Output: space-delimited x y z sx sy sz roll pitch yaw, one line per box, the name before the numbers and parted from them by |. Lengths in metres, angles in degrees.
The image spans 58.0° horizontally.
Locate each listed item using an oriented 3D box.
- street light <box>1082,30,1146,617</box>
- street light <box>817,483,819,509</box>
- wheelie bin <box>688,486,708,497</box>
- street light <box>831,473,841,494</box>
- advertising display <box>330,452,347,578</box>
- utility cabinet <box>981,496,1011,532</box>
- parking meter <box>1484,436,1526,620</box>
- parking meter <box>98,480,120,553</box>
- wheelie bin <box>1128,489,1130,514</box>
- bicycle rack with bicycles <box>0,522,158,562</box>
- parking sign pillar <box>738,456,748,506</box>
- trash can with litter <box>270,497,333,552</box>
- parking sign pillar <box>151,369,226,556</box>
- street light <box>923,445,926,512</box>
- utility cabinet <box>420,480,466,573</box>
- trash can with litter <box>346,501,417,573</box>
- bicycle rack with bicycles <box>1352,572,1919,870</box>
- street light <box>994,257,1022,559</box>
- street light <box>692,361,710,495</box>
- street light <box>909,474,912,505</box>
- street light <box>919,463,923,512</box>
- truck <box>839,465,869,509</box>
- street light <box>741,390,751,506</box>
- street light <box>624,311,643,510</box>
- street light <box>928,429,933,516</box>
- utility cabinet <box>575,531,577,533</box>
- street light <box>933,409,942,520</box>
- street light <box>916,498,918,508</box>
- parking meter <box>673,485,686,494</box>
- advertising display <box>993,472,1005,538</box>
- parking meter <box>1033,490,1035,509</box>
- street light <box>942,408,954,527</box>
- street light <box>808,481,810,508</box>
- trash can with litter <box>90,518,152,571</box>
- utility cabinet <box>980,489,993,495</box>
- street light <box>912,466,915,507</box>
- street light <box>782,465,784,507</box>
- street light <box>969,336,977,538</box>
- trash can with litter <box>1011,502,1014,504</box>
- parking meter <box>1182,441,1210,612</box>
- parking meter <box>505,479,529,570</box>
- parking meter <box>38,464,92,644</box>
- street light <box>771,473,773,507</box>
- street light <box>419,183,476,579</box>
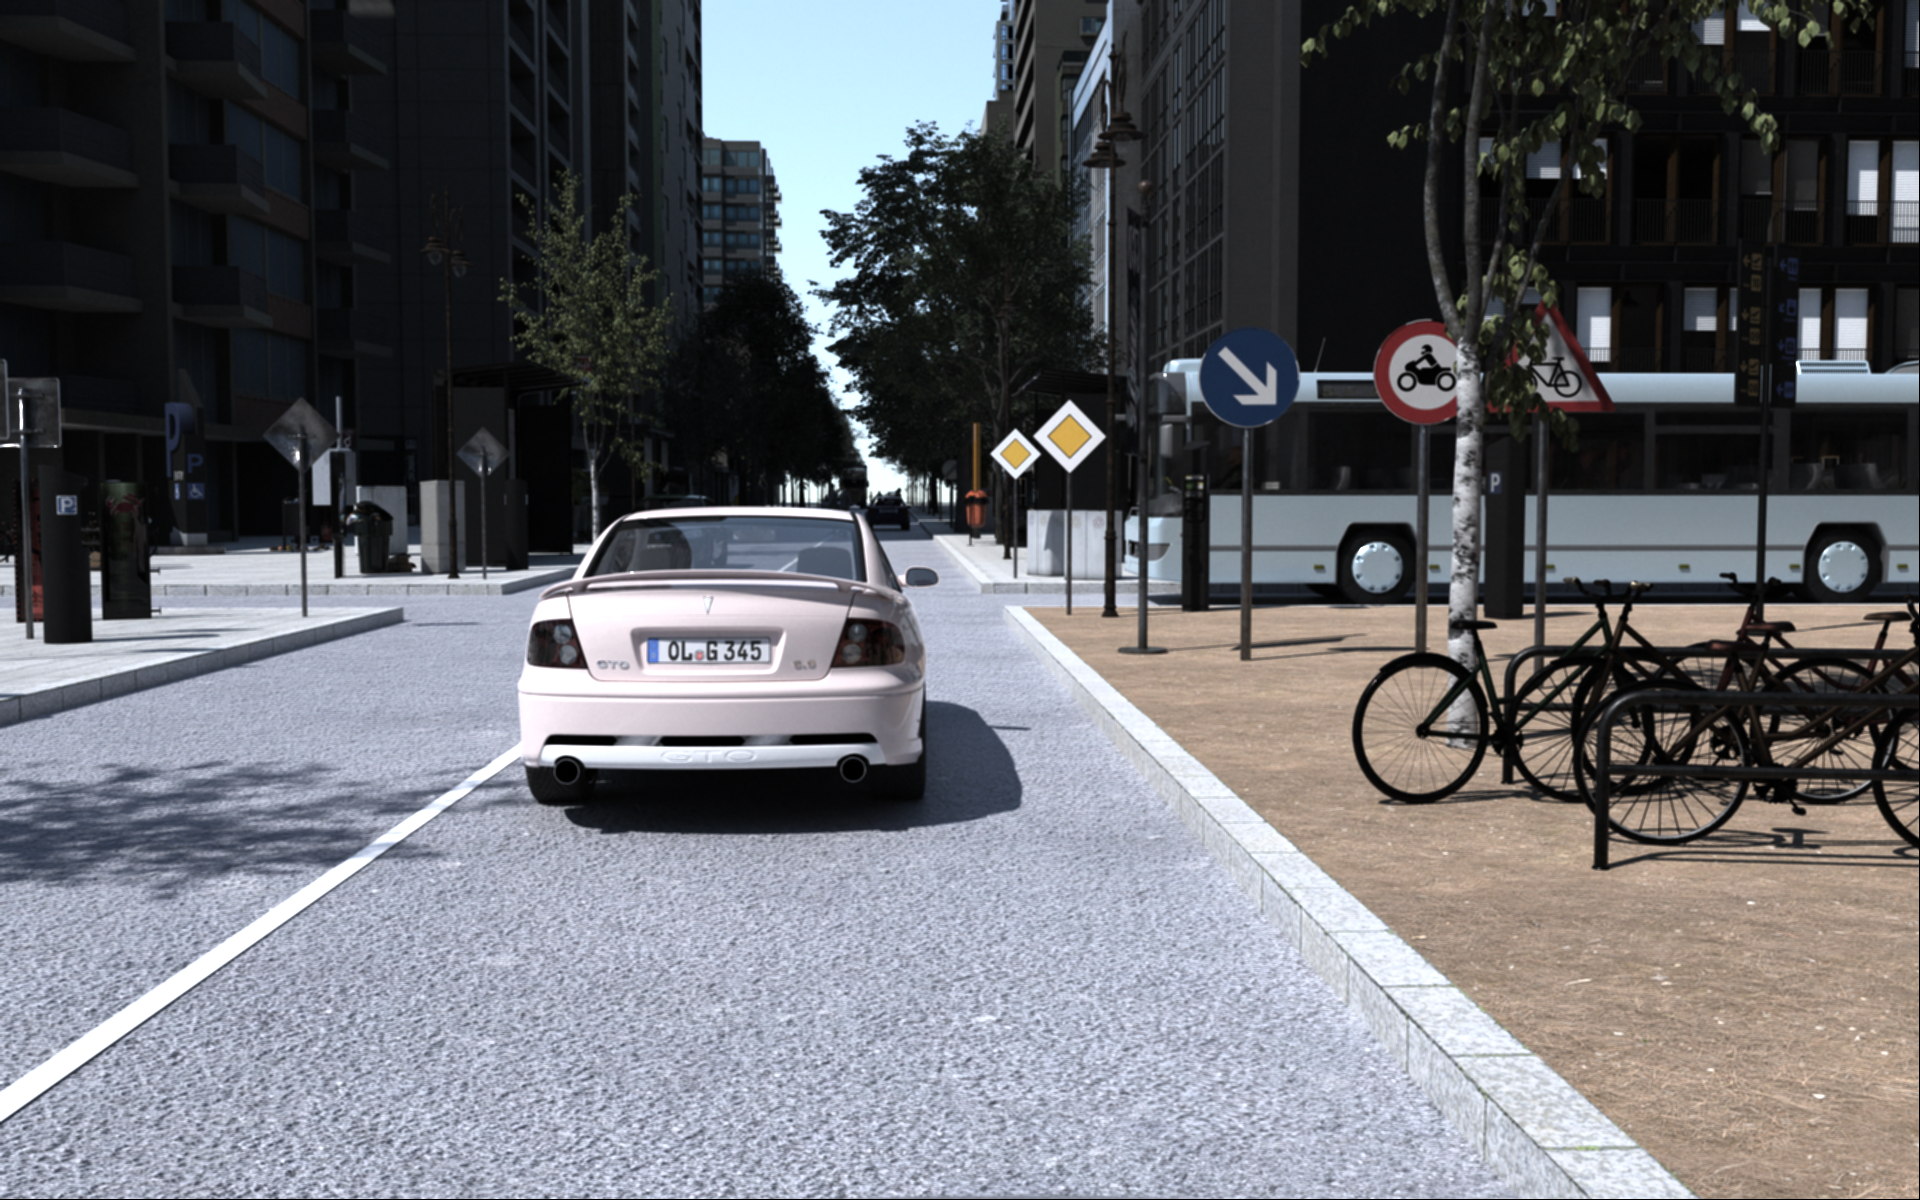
street light | 1.569 -2.761 17.925 0.468 5.910 1.993 0 4 -2
street light | -12.531 -11.006 152.737 0.468 5.910 1.993 0 4 -2
wheelie bin | -10.513 -3.755 69.304 0.980 1.594 0.693 0 4 -3
street light | -14.524 -14.053 202.547 0.468 5.910 1.993 0 4 -2
advertising display | -9.580 -1.315 26.710 0.123 1.923 0.974 -1 4 -13
utility cabinet | 1.217 -2.894 58.484 1.020 1.237 0.306 0 4 3
parking meter | 5.602 -0.741 17.820 0.255 1.863 0.399 -1 4 -16
parking meter | -14.934 -1.349 30.469 0.372 1.533 0.369 0 3 0
wheelie bin | 6.729 -3.914 71.894 0.980 1.594 0.693 -3 4 -37
bicycle rack with bicycles | -17.095 -1.231 33.509 2.925 0.926 2.852 -1 4 -13
parking sign pillar | -12.136 -6.614 96.610 1.447 3.967 1.447 0 4 -1
trash can with litter | -14.937 -1.744 39.574 1.678 1.210 2.233 1 4 16
parking sign pillar | -16.401 -2.951 36.716 1.447 3.967 1.447 -3 4 -39
street light | -1.934 -8.357 109.420 0.468 5.910 1.993 0 4 -2
utility cabinet | -8.425 -1.194 28.201 0.318 1.500 1.173 0 4 5
trash can with litter | -9.385 -1.023 28.118 0.624 1.170 1.055 2 4 24
bicycle rack with bicycles | 3.041 0.402 6.813 2.925 0.926 2.852 1 4 9
street light | 0.936 -3.746 34.029 0.468 5.910 1.993 0 4 -2
street light | -9.008 -5.349 60.244 0.468 5.910 1.993 0 4 -2
street light | -4.725 -12.514 177.399 0.468 5.910 1.993 0 4 -2
street light | -2.673 -9.419 126.793 0.468 5.910 1.993 0 4 -2
truck | -10.304 -11.023 169.140 2.839 4.237 11.283 0 4 -3
street light | -9.578 -6.387 77.218 0.468 5.910 1.993 0 4 -2
street light | -8.237 -4.334 43.651 0.468 5.910 1.993 0 4 -2
street light | -1.540 -7.842 101.012 0.468 5.910 1.993 0 4 -2
utility cabinet | -12.563 -2.837 57.540 1.020 1.237 0.306 2 4 32
street light | -0.956 -6.827 84.411 0.468 5.910 1.993 0 4 -2
street light | -3.290 -10.435 143.392 0.468 5.910 1.993 0 4 -2
parking meter | -8.112 -2.551 50.113 0.372 1.533 0.369 0 3 0
advertising display | 1.196 -2.792 50.856 0.123 1.923 0.974 1 4 22
parking meter | 3.731 -4.617 83.896 0.372 1.533 0.369 0 3 0
street light | -0.333 -5.795 67.544 0.468 5.910 1.993 0 4 -2
street light | -11.873 -9.991 136.140 0.468 5.910 1.993 0 4 -2
trash can with litter | -14.244 -1.092 29.249 0.624 1.170 1.055 1 4 14
utility cabinet | 0.740 -3.751 70.000 1.173 1.500 0.318 2 4 26
street light | -3.976 -11.453 160.044 0.468 5.910 1.993 0 4 -2
street light | -10.507 -7.943 102.653 0.468 5.910 1.993 0 4 -2
street light | 0.364 -4.771 50.798 0.468 5.910 1.993 0 4 -2
trash can with litter | 1.857 -2.957 59.728 1.055 1.170 0.624 2 4 34
parking meter | 2.590 -0.813 19.005 0.255 1.863 0.399 1 4 16
parking meter | -7.503 -1.278 29.307 0.372 1.533 0.369 0 3 0
parking meter | -7.717 -0.400 14.943 0.372 1.533 0.369 0 3 0
street light | -10.189 -7.403 93.819 0.468 5.910 1.993 0 4 -2
street light | -7.695 -3.264 26.147 0.468 5.910 1.993 0 4 -2
